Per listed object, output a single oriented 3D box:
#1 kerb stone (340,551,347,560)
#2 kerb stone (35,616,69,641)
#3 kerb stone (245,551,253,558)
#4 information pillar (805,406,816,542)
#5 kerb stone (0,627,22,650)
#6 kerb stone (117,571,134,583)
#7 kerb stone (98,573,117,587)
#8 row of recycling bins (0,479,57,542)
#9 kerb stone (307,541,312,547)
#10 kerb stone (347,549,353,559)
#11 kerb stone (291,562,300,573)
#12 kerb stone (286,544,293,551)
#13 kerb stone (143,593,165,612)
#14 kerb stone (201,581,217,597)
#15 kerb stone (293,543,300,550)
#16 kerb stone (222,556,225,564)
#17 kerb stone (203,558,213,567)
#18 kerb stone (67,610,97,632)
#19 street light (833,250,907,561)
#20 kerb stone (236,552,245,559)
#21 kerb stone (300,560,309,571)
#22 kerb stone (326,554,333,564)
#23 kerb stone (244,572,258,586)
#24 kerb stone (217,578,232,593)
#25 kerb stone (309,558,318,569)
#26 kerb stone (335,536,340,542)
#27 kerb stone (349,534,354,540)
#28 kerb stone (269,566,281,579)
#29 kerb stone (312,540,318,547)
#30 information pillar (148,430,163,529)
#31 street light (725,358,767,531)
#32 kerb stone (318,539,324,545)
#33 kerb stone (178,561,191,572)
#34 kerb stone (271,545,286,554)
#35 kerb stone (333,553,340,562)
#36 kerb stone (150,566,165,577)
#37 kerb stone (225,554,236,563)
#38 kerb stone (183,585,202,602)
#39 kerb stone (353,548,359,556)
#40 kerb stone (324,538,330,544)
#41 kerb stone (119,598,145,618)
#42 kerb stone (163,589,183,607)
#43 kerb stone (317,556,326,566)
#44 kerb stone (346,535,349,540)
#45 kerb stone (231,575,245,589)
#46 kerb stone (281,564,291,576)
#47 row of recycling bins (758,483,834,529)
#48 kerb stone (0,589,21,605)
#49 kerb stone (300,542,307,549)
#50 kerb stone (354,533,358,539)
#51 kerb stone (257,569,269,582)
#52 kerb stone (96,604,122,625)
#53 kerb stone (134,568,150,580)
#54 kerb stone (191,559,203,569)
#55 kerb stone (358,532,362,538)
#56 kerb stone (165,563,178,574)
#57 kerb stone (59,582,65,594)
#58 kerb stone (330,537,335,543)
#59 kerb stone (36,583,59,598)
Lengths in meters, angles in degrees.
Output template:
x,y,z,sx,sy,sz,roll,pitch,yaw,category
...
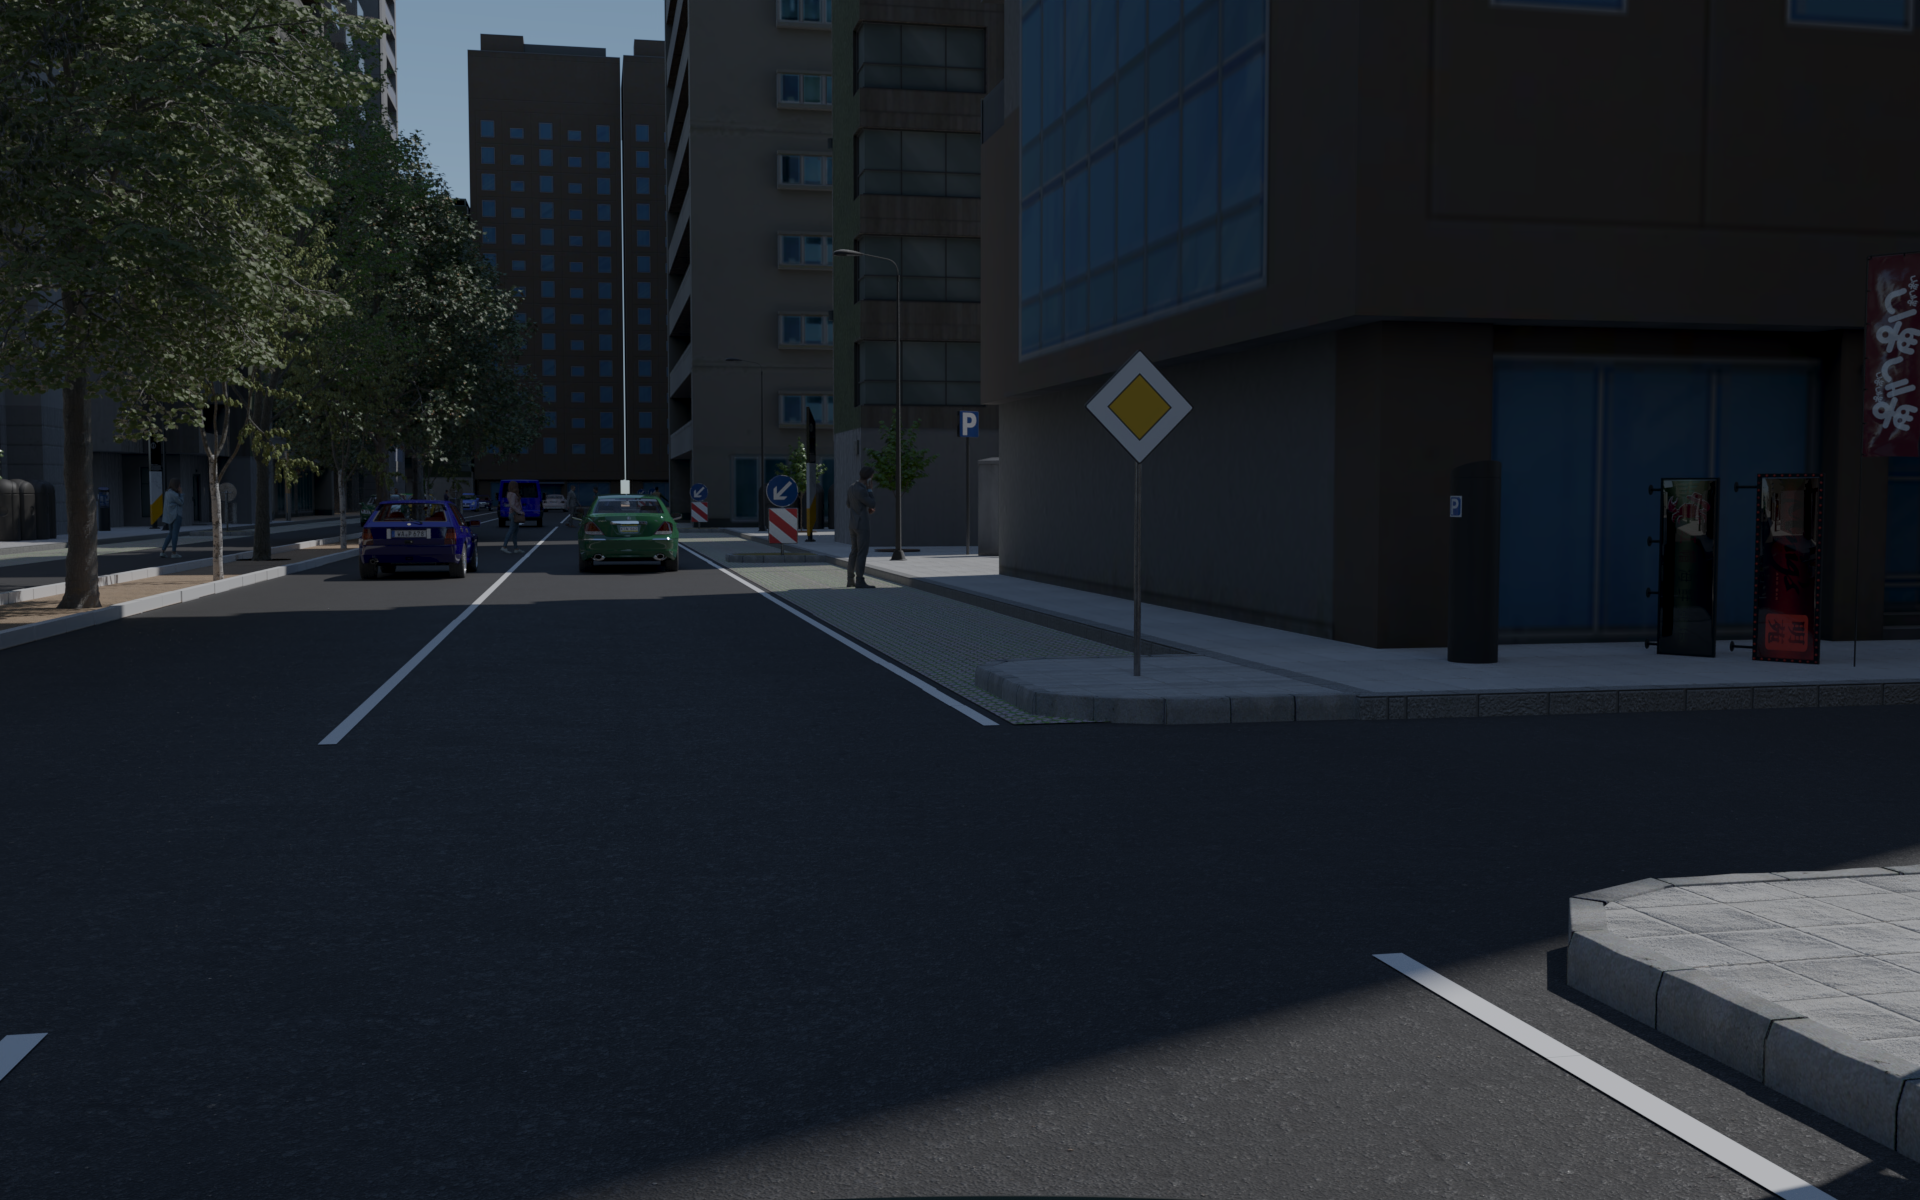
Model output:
x,y,z,sx,sy,sz,roll,pitch,yaw,category
-13.451,-0.932,37.441,0.120,0.150,1.000,-1,4,-12,kerb stone
-9.176,0.296,17.362,0.120,0.150,1.000,-1,4,-12,kerb stone
-15.709,-0.967,38.015,0.120,0.150,1.000,-1,4,-12,kerb stone
-4.003,-3.375,46.540,0.183,3.616,0.504,1,4,17,information pillar
-8.966,0.357,16.361,0.120,0.150,1.000,-1,4,-12,kerb stone
-13.578,-0.353,27.990,0.120,0.150,1.000,-1,4,-12,kerb stone
-13.376,-0.291,26.983,0.120,0.150,1.000,-1,4,-12,kerb stone
-26.120,-2.518,48.276,1.069,1.692,3.534,-1,4,-9,row of recycling bins
-17.428,-1.459,46.046,0.120,0.150,1.000,-1,4,-12,kerb stone
-13.661,-0.987,38.441,0.120,0.150,1.000,-1,4,-12,kerb stone
-12.165,-0.564,31.415,0.120,0.150,1.000,-1,4,-12,kerb stone
-16.780,-1.274,43.025,0.120,0.150,1.000,-1,4,-12,kerb stone
-10.033,0.050,21.378,0.120,0.150,1.000,-1,4,-12,kerb stone
-10.675,-0.134,24.398,0.120,0.150,1.000,-1,4,-12,kerb stone
-16.992,-1.336,44.034,0.120,0.150,1.000,-1,4,-12,kerb stone
-15.070,-0.780,35.012,0.120,0.150,1.000,-1,4,-12,kerb stone
-14.860,-0.722,34.011,0.120,0.150,1.000,-1,4,-12,kerb stone
-9.390,0.235,18.366,0.120,0.150,1.000,-1,4,-12,kerb stone
-1.722,-3.709,33.181,1.470,5.913,1.316,-1,4,-12,street light
-15.504,-0.898,37.010,0.120,0.150,1.000,-1,4,-12,kerb stone
-12.374,-0.618,32.417,0.120,0.150,1.000,-1,4,-12,kerb stone
-13.017,-0.809,35.422,0.120,0.150,1.000,-1,4,-12,kerb stone
-11.310,-0.318,27.400,0.120,0.150,1.000,-1,4,-12,kerb stone
-10.883,-0.196,25.400,0.120,0.150,1.000,-1,4,-12,kerb stone
-12.584,-0.684,33.417,0.120,0.150,1.000,-1,4,-12,kerb stone
-18.478,-1.760,51.057,0.120,0.150,1.000,-1,4,-12,kerb stone
-19.128,-1.949,54.061,0.120,0.150,1.000,-1,4,-12,kerb stone
-11.735,-0.441,29.411,0.120,0.150,1.000,-1,4,-12,kerb stone
-17.637,-1.520,47.047,0.120,0.150,1.000,-1,4,-12,kerb stone
-29.598,-4.425,63.711,0.183,3.616,0.504,2,4,26,information pillar
-7.309,-5.306,59.302,1.470,5.913,1.316,-1,4,-12,street light
-17.847,-1.582,48.055,0.120,0.150,1.000,-1,4,-12,kerb stone
-14.433,-0.600,32.003,0.120,0.150,1.000,-1,4,-12,kerb stone
-16.562,-1.213,42.023,0.120,0.150,1.000,-1,4,-12,kerb stone
-13.232,-0.871,36.431,0.120,0.150,1.000,-1,4,-12,kerb stone
-14.008,-0.477,29.996,0.120,0.150,1.000,-1,4,-12,kerb stone
-15.283,-0.839,36.012,0.120,0.150,1.000,-1,4,-12,kerb stone
-10.455,-0.073,23.396,0.120,0.150,1.000,-1,4,-12,kerb stone
-13.878,-1.055,39.440,0.120,0.150,1.000,-1,4,-12,kerb stone
-18.063,-1.643,49.054,0.120,0.150,1.000,-1,4,-12,kerb stone
-9.813,0.112,20.374,0.120,0.150,1.000,-1,4,-12,kerb stone
-10.252,-0.011,22.383,0.120,0.150,1.000,-1,4,-12,kerb stone
-12.794,-0.748,34.424,0.120,0.150,1.000,-1,4,-12,kerb stone
-18.919,-1.888,53.057,0.120,0.150,1.000,-1,4,-12,kerb stone
-11.100,-0.257,26.399,0.120,0.150,1.000,-1,4,-12,kerb stone
-11.948,-0.501,30.412,0.120,0.150,1.000,-1,4,-12,kerb stone
-5.728,-3.445,63.432,3.534,1.692,1.069,1,4,15,row of recycling bins
-12.511,-0.047,22.963,0.120,0.150,1.000,-1,4,-12,kerb stone
-17.208,-1.398,45.048,0.120,0.150,1.000,-1,4,-12,kerb stone
-19.344,-2.010,55.066,0.120,0.150,1.000,-1,4,-12,kerb stone
-11.525,-0.380,28.407,0.120,0.150,1.000,-1,4,-12,kerb stone
-9.597,0.180,19.371,0.120,0.150,1.000,-1,4,-12,kerb stone
-13.795,-0.415,28.996,0.120,0.150,1.000,-1,4,-12,kerb stone
-14.647,-0.661,33.005,0.120,0.150,1.000,-1,4,-12,kerb stone
-19.550,-2.072,56.072,0.120,0.150,1.000,-1,4,-12,kerb stone
-14.221,-0.534,30.999,0.120,0.150,1.000,-1,4,-12,kerb stone
-12.944,-0.164,24.971,0.120,0.150,1.000,-1,4,-12,kerb stone
-18.277,-1.704,50.054,0.120,0.150,1.000,-1,4,-12,kerb stone
-12.724,-0.104,23.964,0.120,0.150,1.000,-1,4,-12,kerb stone
